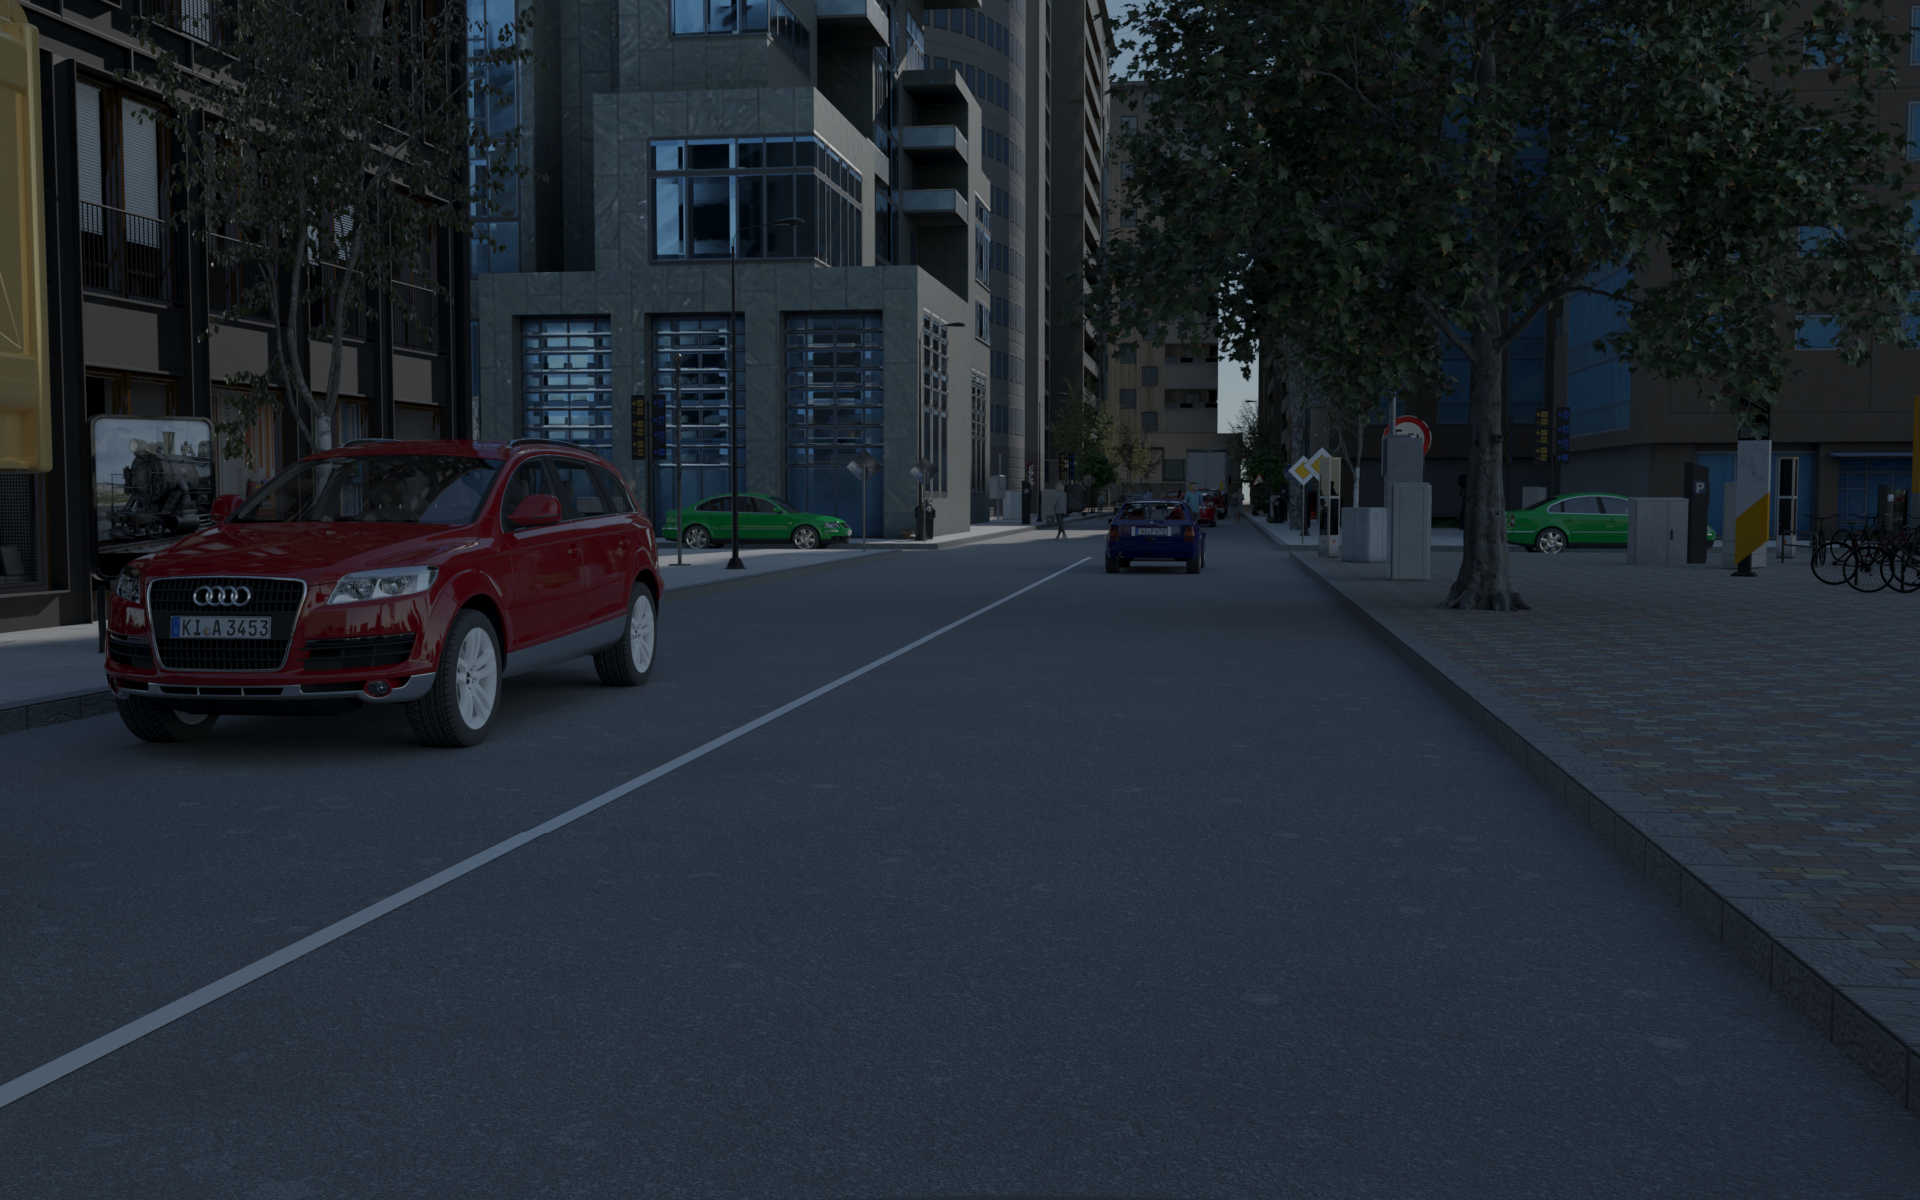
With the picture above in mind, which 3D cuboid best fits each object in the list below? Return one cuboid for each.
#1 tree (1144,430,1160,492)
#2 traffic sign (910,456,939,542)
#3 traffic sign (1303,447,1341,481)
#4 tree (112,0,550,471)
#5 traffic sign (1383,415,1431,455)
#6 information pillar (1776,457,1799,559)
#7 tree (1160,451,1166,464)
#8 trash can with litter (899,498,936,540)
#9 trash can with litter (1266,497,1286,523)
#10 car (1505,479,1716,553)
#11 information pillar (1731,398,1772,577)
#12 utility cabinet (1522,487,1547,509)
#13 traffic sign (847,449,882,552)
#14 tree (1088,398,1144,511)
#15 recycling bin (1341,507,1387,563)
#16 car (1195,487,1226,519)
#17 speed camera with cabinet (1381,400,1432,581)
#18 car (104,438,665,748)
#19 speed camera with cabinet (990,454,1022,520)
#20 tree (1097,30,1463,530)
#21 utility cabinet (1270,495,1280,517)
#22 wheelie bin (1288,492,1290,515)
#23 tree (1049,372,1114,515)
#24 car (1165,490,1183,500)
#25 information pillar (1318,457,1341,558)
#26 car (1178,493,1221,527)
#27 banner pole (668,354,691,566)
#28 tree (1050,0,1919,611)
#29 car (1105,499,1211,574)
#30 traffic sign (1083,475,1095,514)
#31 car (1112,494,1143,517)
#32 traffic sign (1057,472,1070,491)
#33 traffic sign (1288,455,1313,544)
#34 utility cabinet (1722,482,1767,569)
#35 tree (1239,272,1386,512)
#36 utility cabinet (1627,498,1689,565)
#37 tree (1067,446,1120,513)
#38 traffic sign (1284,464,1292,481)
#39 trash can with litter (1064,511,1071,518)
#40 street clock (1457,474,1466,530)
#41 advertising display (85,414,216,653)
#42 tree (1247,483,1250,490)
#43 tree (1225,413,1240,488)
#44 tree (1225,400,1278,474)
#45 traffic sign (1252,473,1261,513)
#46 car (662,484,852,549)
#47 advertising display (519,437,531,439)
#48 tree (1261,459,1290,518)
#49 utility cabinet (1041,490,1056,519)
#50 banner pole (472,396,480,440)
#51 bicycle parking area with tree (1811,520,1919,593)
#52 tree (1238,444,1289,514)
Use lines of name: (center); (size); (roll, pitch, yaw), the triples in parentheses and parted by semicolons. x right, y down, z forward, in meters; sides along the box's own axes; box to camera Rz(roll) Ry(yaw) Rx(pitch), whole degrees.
tree: (16.872, -13.428, 169.915); (4.360, 8.622, 3.978); (0, 3, 0)
traffic sign: (-0.951, -2.610, 46.316); (0.795, 2.450, 0.064); (1, 4, 8)
traffic sign: (7.709, -2.037, 36.941); (0.795, 2.450, 0.064); (1, 4, 8)
tree: (-6.179, -4.069, 16.891); (4.360, 8.622, 3.978); (0, 3, 0)
traffic sign: (7.243, -1.715, 28.141); (0.768, 2.556, 0.104); (1, 4, 9)
information pillar: (16.487, -1.837, 34.520); (0.304, 2.012, 0.304); (3, 5, 39)
tree: (20.626, -14.914, 194.213); (4.360, 8.622, 3.978); (0, 3, 0)
trash can with litter: (-1.217, -2.276, 48.592); (1.055, 1.170, 0.624); (1, 4, 20)
trash can with litter: (13.791, -3.941, 75.828); (0.624, 1.170, 1.055); (-2, 4, -26)
car: (14.828, -1.895, 39.788); (4.718, 1.807, 1.959); (0, 4, 8)
information pillar: (12.269, -2.167, 26.792); (0.504, 3.616, 0.183); (3, 5, 43)
utility cabinet: (17.597, -2.714, 53.052); (0.318, 1.500, 1.173); (0, 4, -3)
traffic sign: (-2.125, -2.127, 38.418); (0.795, 2.450, 0.064); (1, 4, 8)
tree: (11.515, -11.147, 132.613); (4.360, 8.622, 3.978); (0, 3, 0)
recycling bin: (7.685, -1.229, 32.642); (0.722, 1.027, 0.722); (-2, 4, -34)
car: (14.201, -5.572, 99.772); (2.281, 1.827, 5.304); (0, 4, 7)
speed camera with cabinet: (6.791, -1.956, 26.309); (0.660, 3.252, 2.038); (1, 4, 10)
car: (-3.535, -0.177, 11.567); (2.281, 1.827, 5.304); (0, 4, 7)
speed camera with cabinet: (2.293, -5.597, 85.852); (0.660, 3.252, 2.038); (3, 5, 42)
tree: (10.980, -12.496, 60.204); (12.611, 20.169, 13.585); (0, 3, 0)
utility cabinet: (16.671, -4.927, 91.723); (0.306, 1.237, 1.020); (2, 4, 26)
wheelie bin: (20.440, -5.989, 105.824); (0.980, 1.594, 0.693); (-3, 5, -40)
tree: (7.204, -9.400, 104.058); (4.737, 8.622, 4.395); (0, 3, 0)
car: (21.366, -10.003, 172.228); (2.281, 1.827, 5.304); (0, 4, 7)
information pillar: (7.410, -1.850, 34.742); (0.304, 2.012, 0.304); (-2, 4, -30)
car: (10.386, -4.116, 76.333); (2.155, 1.783, 4.494); (1, 4, 10)
banner pole: (-4.978, -2.492, 30.759); (0.401, 3.779, 0.863); (-1, 4, -13)
tree: (5.782, -6.247, 19.147); (9.611, 12.733, 9.660); (0, 3, 0)
car: (3.716, -1.223, 32.573); (1.945, 1.354, 3.894); (1, 4, 10)
traffic sign: (8.440, -6.939, 113.557); (0.768, 2.556, 0.104); (1, 4, 10)
car: (9.966, -5.604, 101.405); (2.009, 1.686, 4.222); (1, 4, 9)
traffic sign: (5.878, -6.009, 98.352); (0.768, 2.556, 0.104); (1, 4, 14)
traffic sign: (8.883, -2.520, 44.840); (0.795, 2.450, 0.064); (1, 4, 8)
utility cabinet: (13.501, -1.292, 29.802); (1.173, 1.500, 0.318); (-3, 5, -44)
tree: (10.765, -5.962, 47.849); (4.360, 8.622, 3.978); (0, 3, 0)
utility cabinet: (12.639, -1.236, 31.365); (1.020, 1.237, 0.306); (-1, 4, -9)
tree: (9.143, -8.378, 120.693); (4.285, 4.588, 4.351); (0, 3, 0)
traffic sign: (13.820, -4.389, 71.860); (0.768, 2.556, 0.104); (1, 4, 12)
trash can with litter: (4.954, -4.723, 88.604); (1.055, 1.170, 0.624); (3, 4, 37)
street clock: (17.967, -3.499, 61.786); (0.471, 2.002, 0.358); (-3, 4, -39)
advertising display: (-6.619, -0.551, 14.229); (0.974, 1.923, 0.123); (-3, 5, -43)
tree: (26.668, -9.778, 154.472); (1.663, 3.219, 1.824); (0, 3, 0)
tree: (21.738, -10.826, 127.360); (4.360, 8.622, 3.978); (0, 3, 0)
tree: (22.736, -11.234, 134.045); (4.737, 8.622, 4.395); (0, 3, 0)
traffic sign: (18.664, -6.611, 108.092); (0.884, 2.594, 0.081); (1, 4, 10)
car: (-5.085, -2.126, 43.563); (4.718, 1.807, 1.959); (0, 4, 7)
advertising display: (-4.973, -0.902, 19.959); (0.123, 1.923, 0.974); (-1, 4, -10)
tree: (17.568, -6.139, 94.970); (1.663, 3.219, 1.824); (0, 3, 0)
utility cabinet: (4.543, -4.772, 86.706); (0.318, 1.500, 1.173); (-2, 4, -35)
banner pole: (-11.034, -3.003, 39.119); (0.401, 3.779, 0.863); (-3, 5, -43)
bicycle parking area with tree: (15.160, -2.033, 20.234); (9.016, 4.147, 8.231); (1, 4, 23)
tree: (19.591, -7.766, 110.694); (4.285, 4.588, 4.351); (0, 3, 0)
